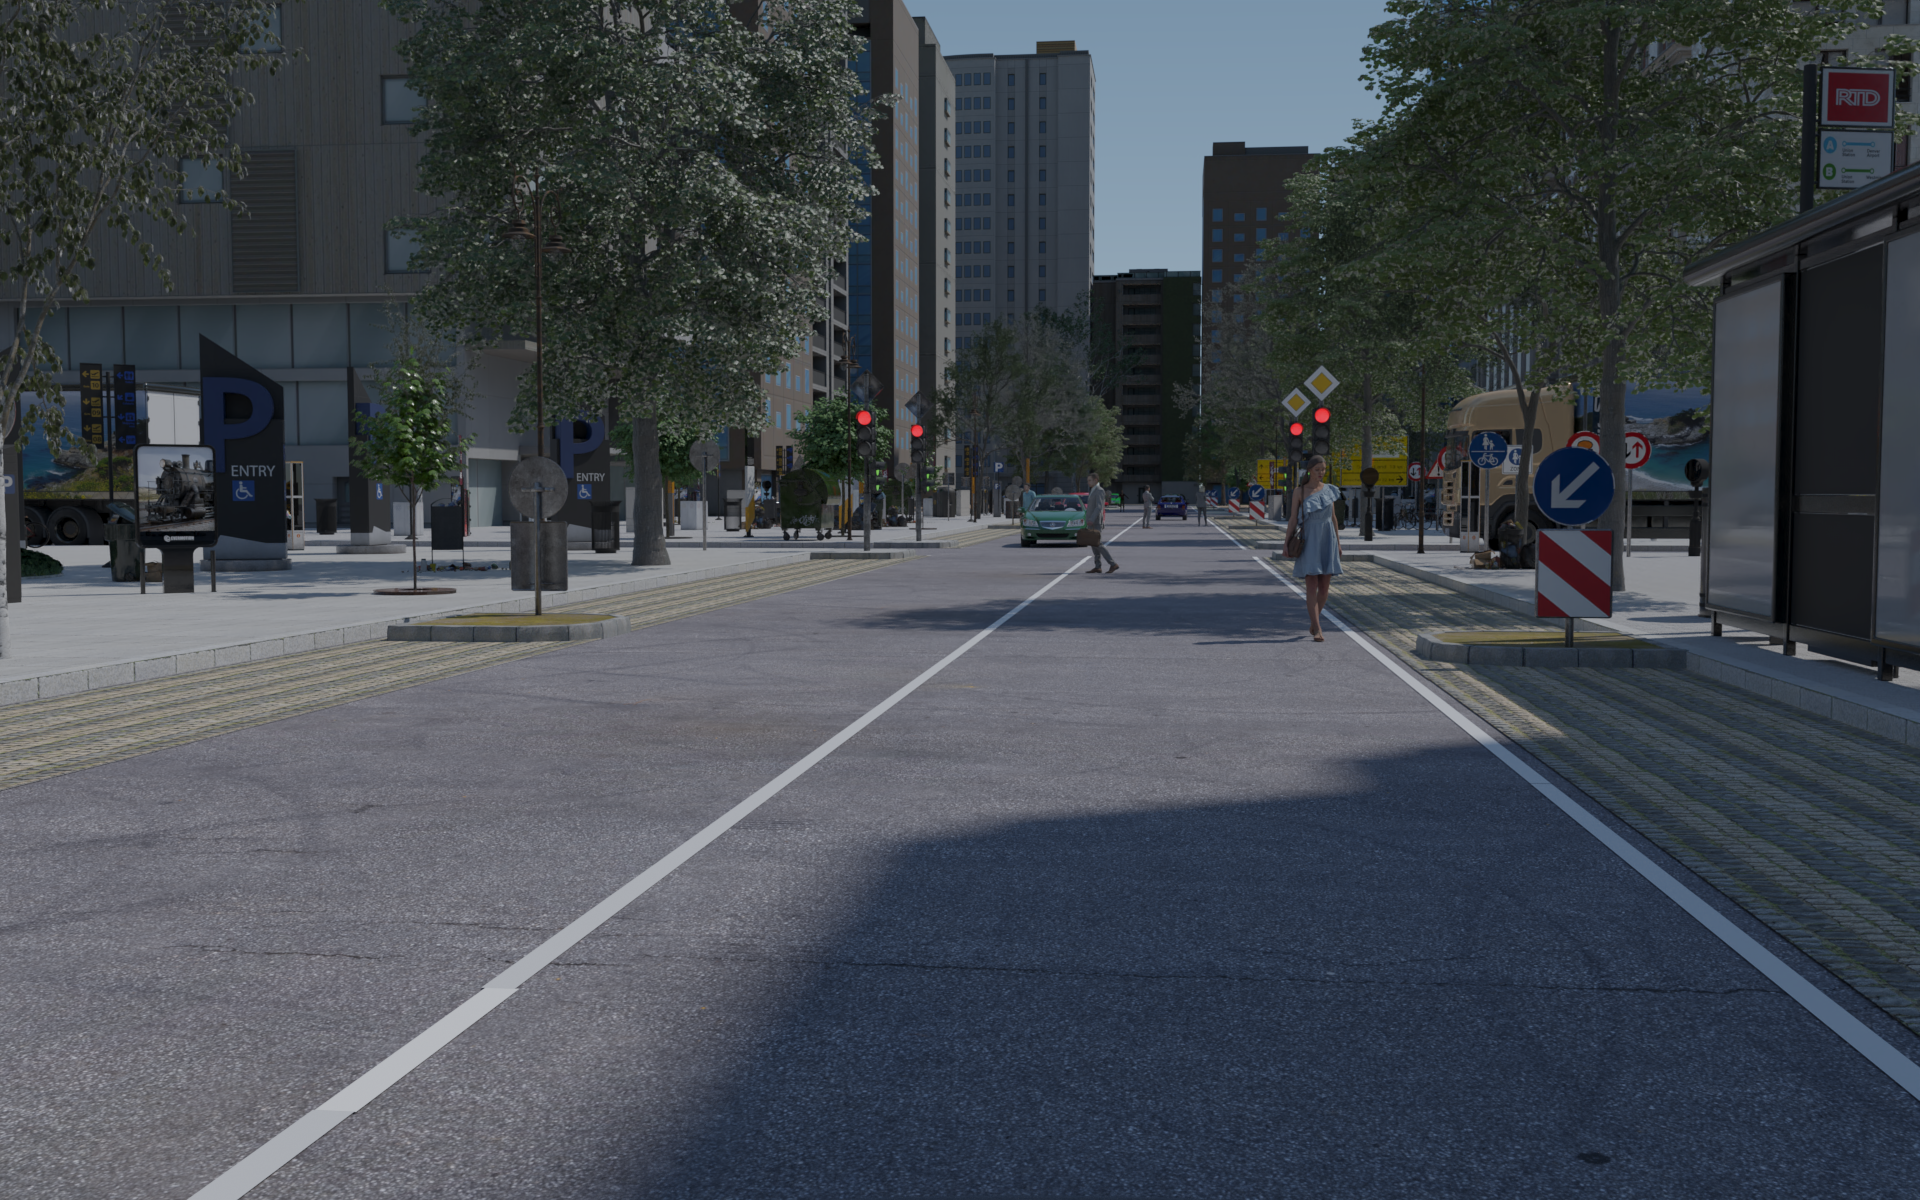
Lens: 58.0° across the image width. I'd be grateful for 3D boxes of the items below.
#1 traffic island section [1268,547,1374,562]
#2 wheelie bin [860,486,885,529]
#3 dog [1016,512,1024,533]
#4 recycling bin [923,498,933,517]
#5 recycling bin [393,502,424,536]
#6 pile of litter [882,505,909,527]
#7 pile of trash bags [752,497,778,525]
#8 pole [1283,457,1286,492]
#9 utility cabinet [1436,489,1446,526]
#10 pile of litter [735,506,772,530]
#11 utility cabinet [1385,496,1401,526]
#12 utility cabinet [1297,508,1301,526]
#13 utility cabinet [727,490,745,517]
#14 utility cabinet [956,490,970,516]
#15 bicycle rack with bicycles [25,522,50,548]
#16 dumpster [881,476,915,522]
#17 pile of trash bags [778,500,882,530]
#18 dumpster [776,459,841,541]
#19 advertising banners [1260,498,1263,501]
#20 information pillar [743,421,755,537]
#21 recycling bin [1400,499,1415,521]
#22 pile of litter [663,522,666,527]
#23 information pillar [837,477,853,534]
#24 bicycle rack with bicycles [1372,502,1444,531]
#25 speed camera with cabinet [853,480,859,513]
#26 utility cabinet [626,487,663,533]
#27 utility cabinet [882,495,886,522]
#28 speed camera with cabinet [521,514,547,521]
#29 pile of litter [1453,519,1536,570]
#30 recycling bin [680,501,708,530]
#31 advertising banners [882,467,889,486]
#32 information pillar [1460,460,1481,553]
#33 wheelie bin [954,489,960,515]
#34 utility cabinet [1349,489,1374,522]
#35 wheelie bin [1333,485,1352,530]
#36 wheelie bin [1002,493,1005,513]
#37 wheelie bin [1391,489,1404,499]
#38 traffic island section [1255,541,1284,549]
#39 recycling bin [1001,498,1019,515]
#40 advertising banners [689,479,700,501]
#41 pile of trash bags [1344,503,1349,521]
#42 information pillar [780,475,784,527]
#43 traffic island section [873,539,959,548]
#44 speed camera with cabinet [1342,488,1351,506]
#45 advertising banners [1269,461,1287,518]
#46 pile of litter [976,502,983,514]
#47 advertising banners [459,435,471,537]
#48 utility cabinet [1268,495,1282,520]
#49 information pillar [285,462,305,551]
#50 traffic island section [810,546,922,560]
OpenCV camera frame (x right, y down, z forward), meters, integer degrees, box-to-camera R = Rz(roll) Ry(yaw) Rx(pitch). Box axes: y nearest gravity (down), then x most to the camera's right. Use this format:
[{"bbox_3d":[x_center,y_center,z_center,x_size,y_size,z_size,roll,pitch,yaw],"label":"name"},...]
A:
[{"bbox_3d":[7.890,-0.956,37.918,2.009,0.180,2.903,0,4,7],"label":"traffic island section"},{"bbox_3d":[-3.189,-3.432,64.025,0.980,1.594,0.693,-2,4,-30],"label":"wheelie bin"},{"bbox_3d":[2.489,-2.880,63.922,0.513,0.831,0.800,-3,4,-36],"label":"dog"},{"bbox_3d":[-1.657,-5.286,98.984,0.722,1.027,0.722,3,4,37],"label":"recycling bin"},{"bbox_3d":[-16.979,-2.493,53.318,0.722,1.027,0.722,0,3,0],"label":"recycling bin"},{"bbox_3d":[-2.767,-3.269,67.412,1.719,0.858,1.176,-1,4,-19],"label":"pile of litter"},{"bbox_3d":[-7.269,-3.866,72.969,1.912,1.369,3.447,2,4,27],"label":"pile of trash bags"},{"bbox_3d":[17.695,-6.153,94.452,0.158,3.312,0.155,0,3,0],"label":"pole"},{"bbox_3d":[19.772,-3.738,69.790,1.173,1.500,0.318,-2,4,-25],"label":"utility cabinet"},{"bbox_3d":[-7.594,-3.024,63.415,1.176,0.858,1.719,3,5,44],"label":"pile of litter"},{"bbox_3d":[17.403,-3.580,69.697,0.306,1.237,1.020,0,4,-6],"label":"utility cabinet"},{"bbox_3d":[13.628,-3.687,68.963,0.318,1.500,1.173,2,4,30],"label":"utility cabinet"},{"bbox_3d":[-12.443,-5.406,97.067,1.173,1.500,0.318,0,4,6],"label":"utility cabinet"},{"bbox_3d":[0.167,-5.610,100.402,0.318,1.500,1.173,2,4,26],"label":"utility cabinet"},{"bbox_3d":[-22.686,-1.604,39.611,2.925,0.926,2.852,-1,4,-16],"label":"bicycle rack with bicycles"},{"bbox_3d":[-2.831,-4.792,80.842,1.502,2.255,1.985,0,4,7],"label":"dumpster"},{"bbox_3d":[-4.464,-3.215,62.321,3.447,1.369,1.912,2,4,27],"label":"pile of trash bags"},{"bbox_3d":[-4.225,-2.793,48.161,1.502,2.255,1.985,0,4,7],"label":"dumpster"},{"bbox_3d":[17.893,-6.518,102.753,0.090,3.025,2.074,2,4,28],"label":"advertising banners"},{"bbox_3d":[-6.249,-3.673,51.409,0.183,3.616,0.504,1,4,18],"label":"information pillar"},{"bbox_3d":[21.658,-4.361,83.856,0.722,1.027,0.722,0,4,1],"label":"recycling bin"},{"bbox_3d":[-12.245,-3.341,68.583,1.719,0.858,1.176,3,5,40],"label":"pile of litter"},{"bbox_3d":[-3.722,-3.967,56.222,0.504,3.616,0.183,-2,4,-34],"label":"information pillar"},{"bbox_3d":[15.810,-2.978,62.080,2.852,0.926,2.925,-1,4,-21],"label":"bicycle rack with bicycles"},{"bbox_3d":[-4.233,-4.672,70.715,0.660,3.252,2.038,-1,4,-11],"label":"speed camera with cabinet"},{"bbox_3d":[-10.375,-2.954,56.979,1.173,1.500,0.318,0,4,-2],"label":"utility cabinet"},{"bbox_3d":[-3.885,-4.114,78.418,1.020,1.237,0.306,-2,4,-26],"label":"utility cabinet"},{"bbox_3d":[-14.270,-3.936,58.687,0.660,3.252,2.038,-3,4,-36],"label":"speed camera with cabinet"},{"bbox_3d":[9.314,-0.969,29.815,1.719,0.858,1.176,0,4,4],"label":"pile of litter"},{"bbox_3d":[-9.535,-3.031,62.108,0.722,1.027,0.722,2,4,29],"label":"recycling bin"},{"bbox_3d":[-4.221,-7.181,113.591,2.074,3.025,0.090,-2,4,-26],"label":"advertising banners"},{"bbox_3d":[11.124,-2.035,37.761,0.304,2.012,0.304,-1,4,-22],"label":"information pillar"},{"bbox_3d":[-0.264,-6.034,106.569,0.980,1.594,0.693,-3,4,-37],"label":"wheelie bin"},{"bbox_3d":[18.380,-4.323,79.367,1.173,1.500,0.318,-2,4,-25],"label":"utility cabinet"},{"bbox_3d":[13.361,-3.291,61.716,0.693,1.594,0.980,0,4,-7],"label":"wheelie bin"},{"bbox_3d":[3.203,-6.464,113.591,0.693,1.594,0.980,2,4,29],"label":"wheelie bin"},{"bbox_3d":[25.858,-5.785,102.494,0.693,1.594,0.980,1,4,20],"label":"wheelie bin"},{"bbox_3d":[8.874,-1.441,45.843,2.009,0.180,2.903,0,4,7],"label":"traffic island section"},{"bbox_3d":[3.078,-5.597,104.071,0.722,1.027,0.722,1,4,19],"label":"recycling bin"},{"bbox_3d":[-14.013,-5.833,91.560,0.090,3.025,2.074,-2,4,-24],"label":"advertising banners"},{"bbox_3d":[18.305,-4.557,84.257,3.447,1.369,1.912,-2,4,-30],"label":"pile of trash bags"},{"bbox_3d":[-6.602,-3.736,65.572,0.304,2.012,0.304,2,4,27],"label":"information pillar"},{"bbox_3d":[-1.140,-1.517,47.086,2.009,0.180,2.903,0,4,7],"label":"traffic island section"},{"bbox_3d":[21.974,-6.316,97.595,0.660,3.252,2.038,2,4,27],"label":"speed camera with cabinet"},{"bbox_3d":[17.012,-5.883,92.379,0.090,3.025,2.074,-1,4,-19],"label":"advertising banners"},{"bbox_3d":[0.892,-6.049,112.871,1.176,0.858,1.719,0,4,-7],"label":"pile of litter"},{"bbox_3d":[-14.862,-3.411,51.956,0.090,3.025,2.074,0,4,-8],"label":"advertising banners"},{"bbox_3d":[15.473,-4.523,85.116,0.306,1.237,1.020,2,4,33],"label":"utility cabinet"},{"bbox_3d":[-15.115,-2.130,39.311,0.304,2.012,0.304,3,4,36],"label":"information pillar"},{"bbox_3d":[-2.124,-1.032,39.162,2.009,0.180,2.903,0,4,7],"label":"traffic island section"}]
